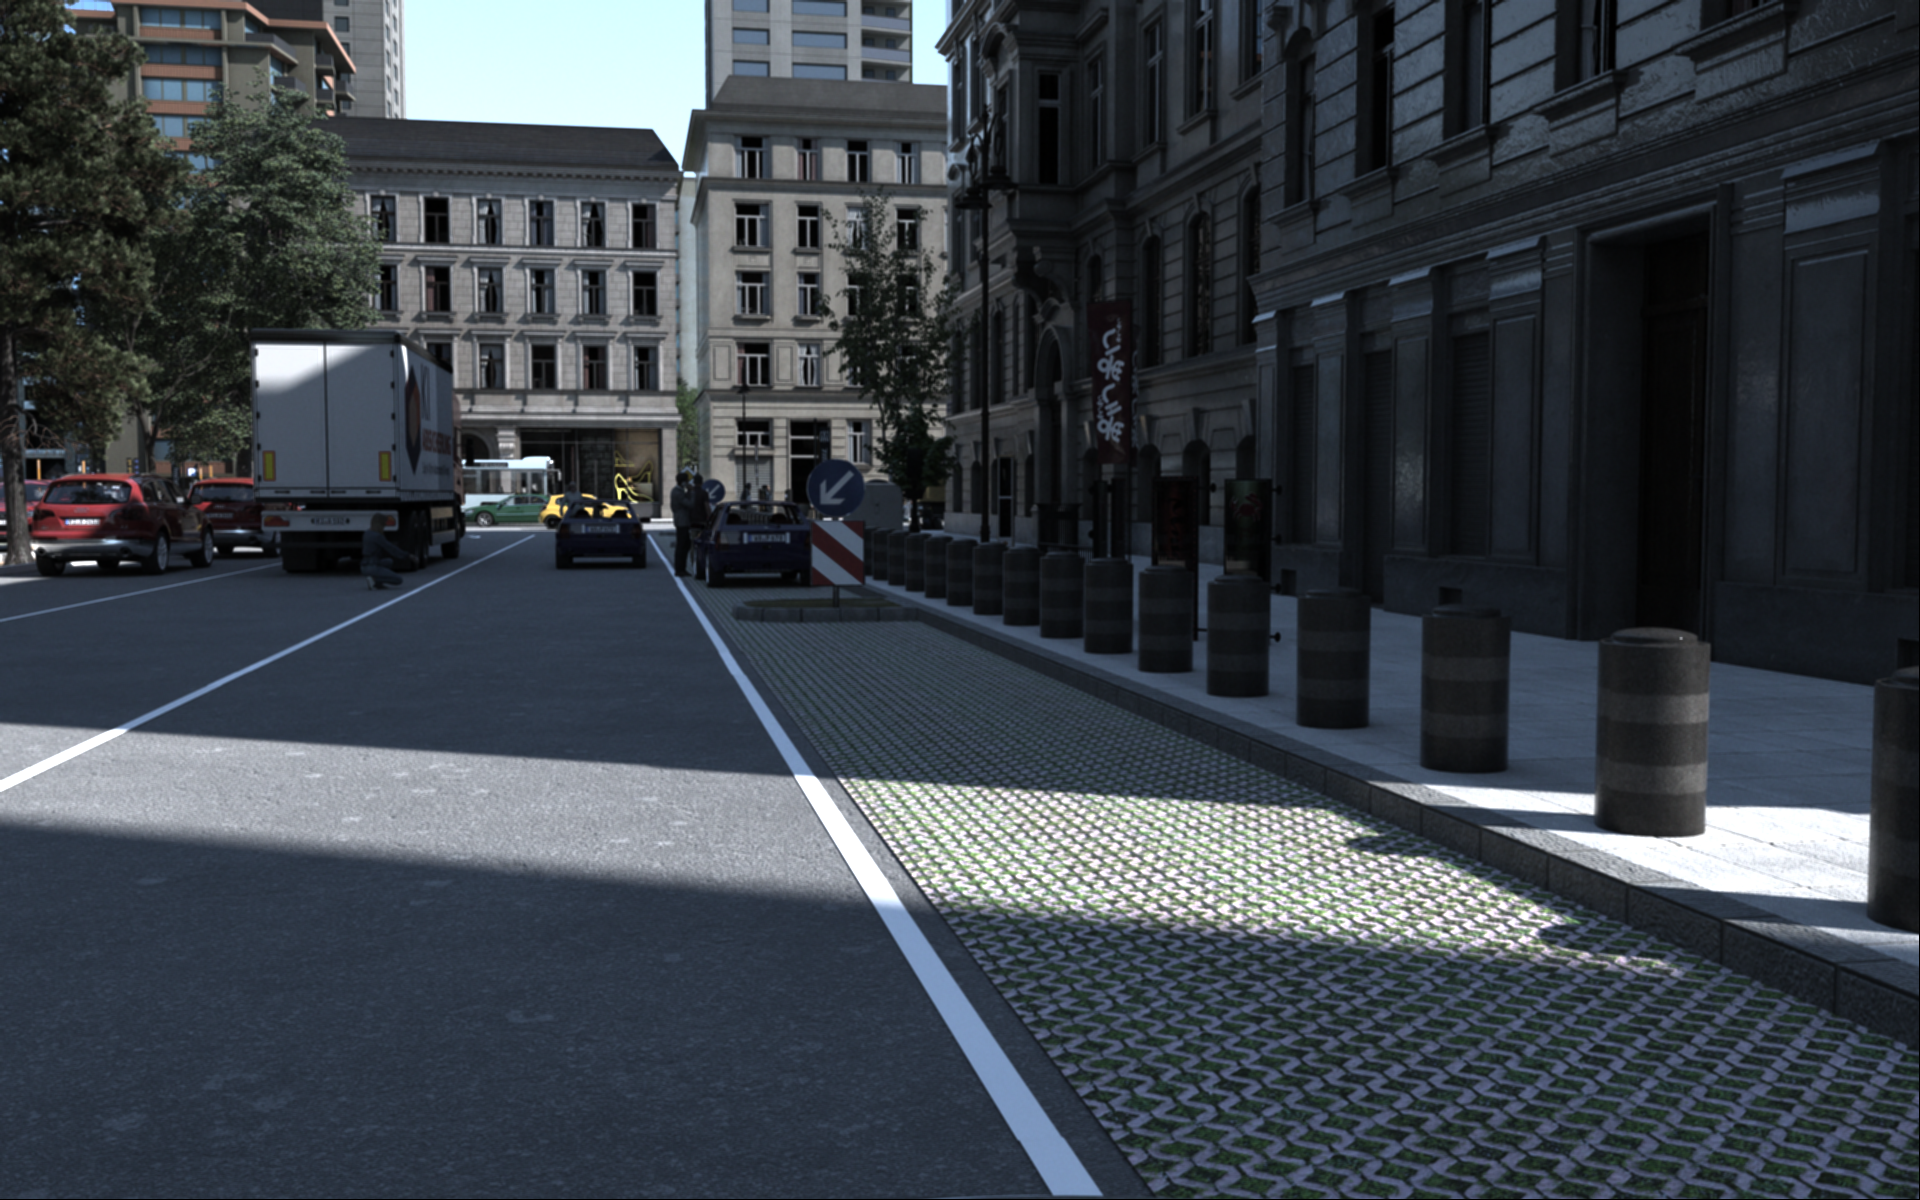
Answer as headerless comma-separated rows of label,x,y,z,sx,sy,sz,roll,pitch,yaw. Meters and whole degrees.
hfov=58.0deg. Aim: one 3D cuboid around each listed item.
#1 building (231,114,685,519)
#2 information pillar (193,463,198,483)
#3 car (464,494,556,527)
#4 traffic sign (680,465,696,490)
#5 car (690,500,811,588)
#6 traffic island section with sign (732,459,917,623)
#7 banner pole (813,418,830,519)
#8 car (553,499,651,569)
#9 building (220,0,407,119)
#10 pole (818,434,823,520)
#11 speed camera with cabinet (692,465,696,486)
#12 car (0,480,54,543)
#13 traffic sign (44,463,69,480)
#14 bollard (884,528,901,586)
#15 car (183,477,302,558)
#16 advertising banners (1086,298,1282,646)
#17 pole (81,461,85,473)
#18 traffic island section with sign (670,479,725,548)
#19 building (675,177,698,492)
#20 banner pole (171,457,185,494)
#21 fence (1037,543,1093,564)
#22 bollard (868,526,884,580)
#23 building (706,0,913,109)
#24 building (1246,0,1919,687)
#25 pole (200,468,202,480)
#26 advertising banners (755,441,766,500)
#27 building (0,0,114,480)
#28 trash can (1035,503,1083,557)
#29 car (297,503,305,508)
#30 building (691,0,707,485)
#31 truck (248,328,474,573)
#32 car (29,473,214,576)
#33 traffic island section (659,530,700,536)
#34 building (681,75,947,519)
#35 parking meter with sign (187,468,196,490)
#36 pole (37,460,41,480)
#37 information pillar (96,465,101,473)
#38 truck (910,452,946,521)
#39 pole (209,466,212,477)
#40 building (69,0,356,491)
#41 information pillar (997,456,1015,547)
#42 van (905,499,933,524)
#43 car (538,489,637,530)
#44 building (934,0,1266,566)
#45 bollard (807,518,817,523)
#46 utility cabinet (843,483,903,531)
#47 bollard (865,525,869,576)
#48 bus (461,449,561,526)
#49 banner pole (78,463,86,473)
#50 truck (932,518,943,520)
building,-34.847,-14.597,89.571,40.483,20.767,10.553,-1,4,-11
information pillar,-57.260,-8.468,129.805,0.183,3.616,0.504,1,4,12
car,-19.307,-3.920,75.885,4.920,1.459,2.131,-1,4,-13
traffic sign,-9.471,-3.458,60.188,0.795,2.450,0.064,-1,4,-11
car,-3.324,-0.934,27.851,1.945,1.354,3.894,-1,4,-13
traffic island section with sign,-1.635,-0.706,20.171,1.989,1.847,2.006,-1,4,-11
banner pole,-4.580,-4.100,57.052,0.863,3.779,0.401,2,4,34
car,-7.168,-1.350,34.650,1.945,1.354,3.894,-1,4,-11
building,-73.485,-46.233,194.166,20.611,71.187,20.563,-1,4,-11
pole,-4.758,-3.996,59.184,0.158,3.312,0.155,0,3,0
speed camera with cabinet,-18.317,-7.573,118.155,0.660,3.252,2.038,2,4,29
car,-23.920,-2.202,44.679,2.281,1.827,5.304,-1,4,-12
traffic sign,-29.345,-3.223,56.343,0.795,2.450,0.064,-1,4,-11
bollard,-0.815,-0.593,24.415,0.404,0.777,0.398,0,3,0
car,-16.589,-1.932,40.261,2.281,1.827,5.304,-1,4,-10
advertising banners,1.911,-1.161,15.174,2.074,3.025,0.090,3,5,43
pole,-53.559,-6.851,105.859,0.158,3.312,0.155,0,3,0
traffic island section with sign,-6.819,-2.333,46.779,1.989,1.847,2.006,-1,4,-11
building,-49.781,-38.900,255.628,30.456,49.044,23.786,-1,4,-11
banner pole,-44.137,-6.599,97.908,0.863,3.779,0.401,-1,4,-21
fence,1.257,-0.311,20.463,0.278,0.683,2.069,-1,4,-17
bollard,-1.106,-0.683,25.891,0.404,0.777,0.398,0,3,0
building,-15.572,-39.005,179.735,21.231,58.520,28.212,-1,4,-11
building,10.147,-10.114,14.509,9.793,20.994,18.267,-1,4,-11
pole,-59.700,-8.712,136.280,0.158,3.312,0.155,0,3,0
advertising banners,-6.490,-3.676,56.298,0.090,3.025,2.074,-1,4,-15
building,-99.007,-53.515,187.647,31.000,86.520,22.319,-1,4,-11
trash can,1.523,-0.923,26.740,0.748,1.137,0.748,0,3,0
car,-27.453,-3.757,73.431,4.499,1.417,2.014,-1,4,-12
building,-21.279,-46.811,203.609,20.563,71.187,20.611,-1,4,-11
truck,-11.761,-2.821,35.030,2.839,4.237,11.283,-1,4,-10
car,-15.386,-1.428,32.029,2.281,1.827,5.304,-1,4,-9
traffic island section,-9.449,-2.324,60.270,2.009,0.180,2.903,-1,4,-11
building,-0.335,-16.238,98.774,30.059,22.955,16.112,-1,4,-11
parking meter with sign,-51.475,-7.353,116.481,0.543,3.016,1.738,-1,4,-14
pole,-54.593,-6.658,102.704,0.158,3.312,0.155,0,3,0
information pillar,-64.873,-8.510,130.492,0.183,3.616,0.504,1,4,15
truck,2.183,-4.309,66.374,9.791,3.379,3.469,-1,4,-10
pole,-53.833,-7.993,124.534,0.158,3.312,0.155,0,3,0
building,-67.187,-30.735,157.138,22.147,44.769,28.867,-1,4,-11
information pillar,0.886,-1.758,33.232,0.304,2.012,0.304,0,4,8
van,-0.393,-4.311,77.501,4.112,2.044,2.013,-1,4,-12
car,-15.111,-3.683,70.445,3.980,1.641,2.015,-1,4,-9
building,7.762,-13.600,41.446,14.460,24.649,34.723,-1,4,-11
bollard,-3.130,-1.317,36.251,0.404,0.777,0.398,0,3,0
utility cabinet,-1.738,-1.586,34.608,1.173,1.500,0.318,0,4,4
bollard,-1.389,-0.774,27.368,0.404,0.777,0.398,0,3,0
bus,-24.124,-5.107,78.364,13.247,3.499,2.948,-1,4,-13
banner pole,-65.694,-8.548,129.770,0.401,3.779,0.863,1,4,21
truck,7.258,-5.225,75.181,18.799,4.110,2.967,-1,4,-12
